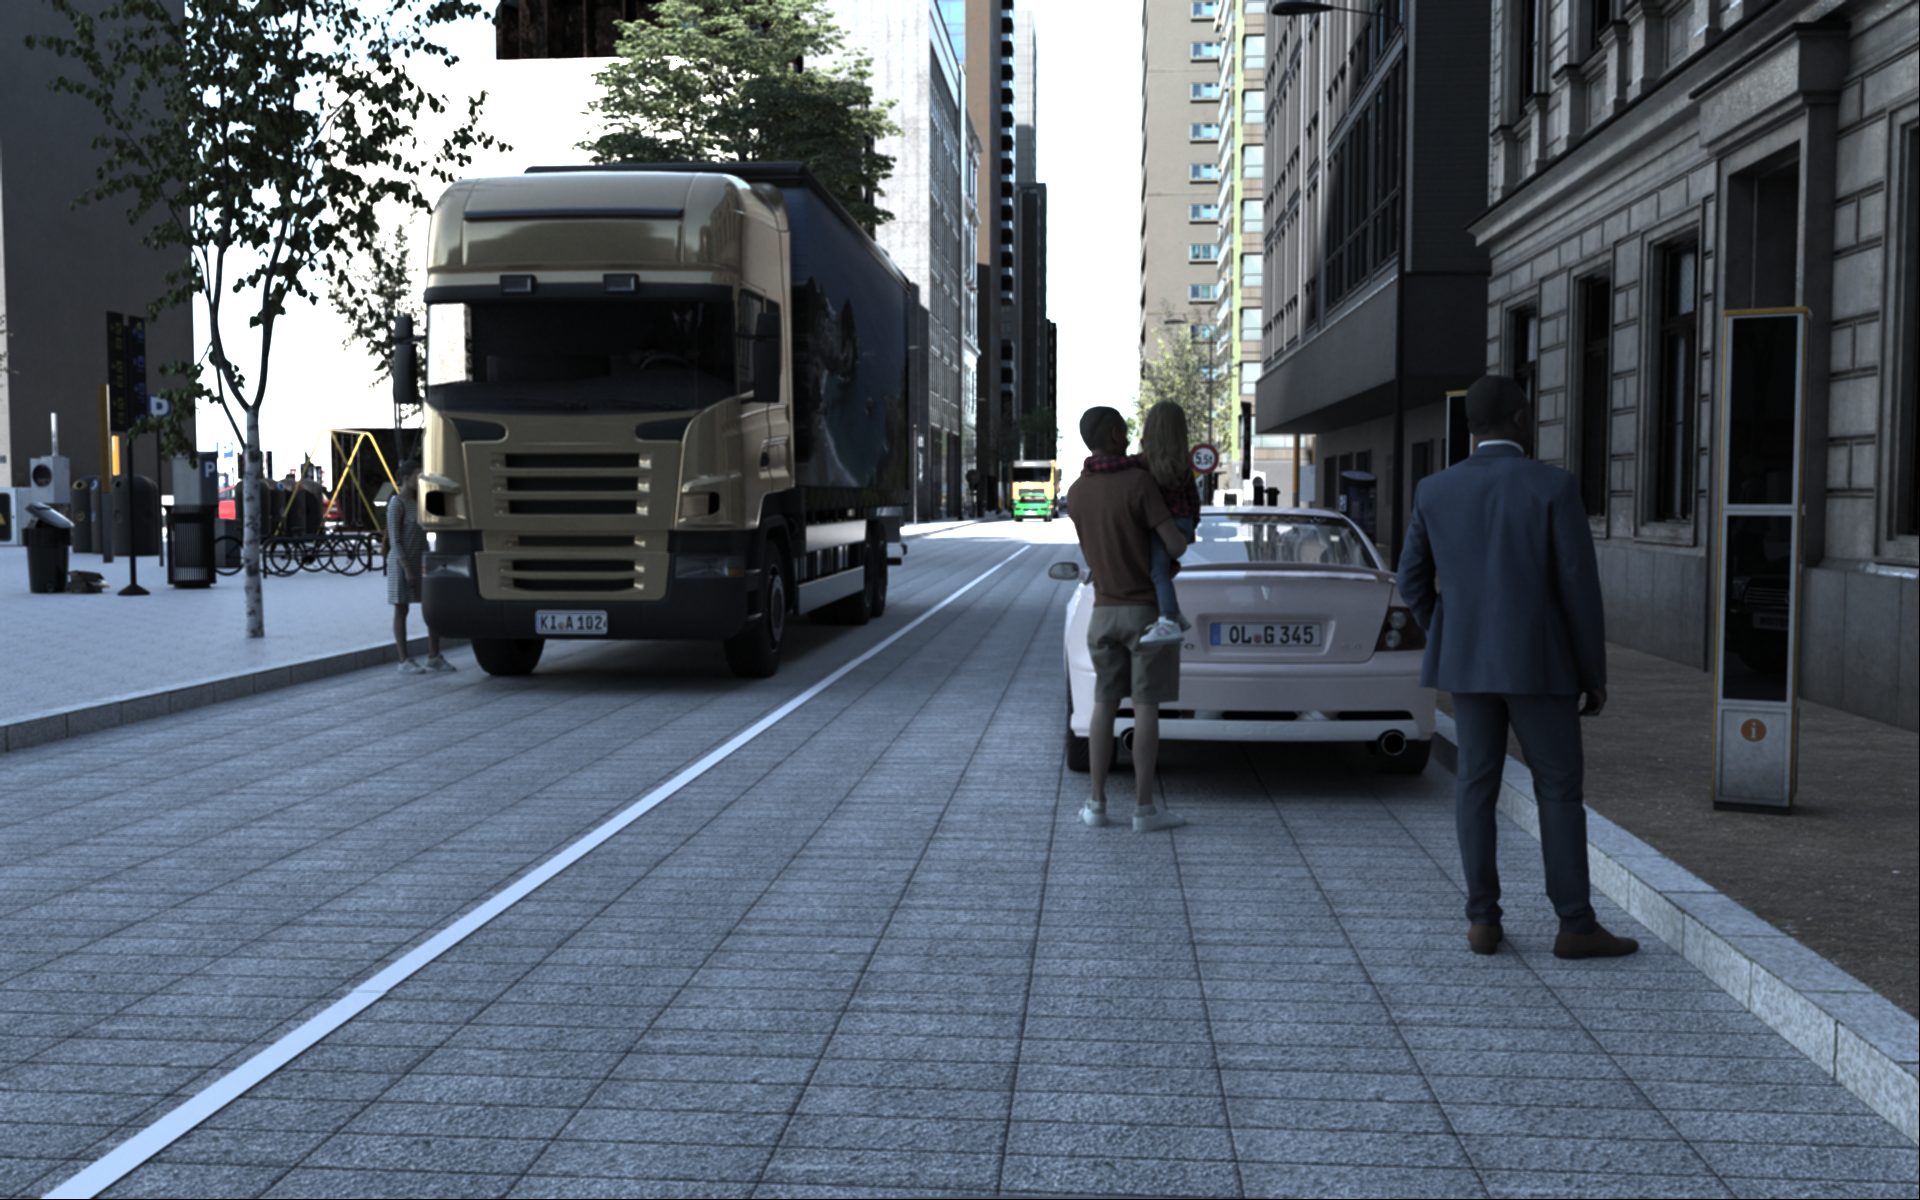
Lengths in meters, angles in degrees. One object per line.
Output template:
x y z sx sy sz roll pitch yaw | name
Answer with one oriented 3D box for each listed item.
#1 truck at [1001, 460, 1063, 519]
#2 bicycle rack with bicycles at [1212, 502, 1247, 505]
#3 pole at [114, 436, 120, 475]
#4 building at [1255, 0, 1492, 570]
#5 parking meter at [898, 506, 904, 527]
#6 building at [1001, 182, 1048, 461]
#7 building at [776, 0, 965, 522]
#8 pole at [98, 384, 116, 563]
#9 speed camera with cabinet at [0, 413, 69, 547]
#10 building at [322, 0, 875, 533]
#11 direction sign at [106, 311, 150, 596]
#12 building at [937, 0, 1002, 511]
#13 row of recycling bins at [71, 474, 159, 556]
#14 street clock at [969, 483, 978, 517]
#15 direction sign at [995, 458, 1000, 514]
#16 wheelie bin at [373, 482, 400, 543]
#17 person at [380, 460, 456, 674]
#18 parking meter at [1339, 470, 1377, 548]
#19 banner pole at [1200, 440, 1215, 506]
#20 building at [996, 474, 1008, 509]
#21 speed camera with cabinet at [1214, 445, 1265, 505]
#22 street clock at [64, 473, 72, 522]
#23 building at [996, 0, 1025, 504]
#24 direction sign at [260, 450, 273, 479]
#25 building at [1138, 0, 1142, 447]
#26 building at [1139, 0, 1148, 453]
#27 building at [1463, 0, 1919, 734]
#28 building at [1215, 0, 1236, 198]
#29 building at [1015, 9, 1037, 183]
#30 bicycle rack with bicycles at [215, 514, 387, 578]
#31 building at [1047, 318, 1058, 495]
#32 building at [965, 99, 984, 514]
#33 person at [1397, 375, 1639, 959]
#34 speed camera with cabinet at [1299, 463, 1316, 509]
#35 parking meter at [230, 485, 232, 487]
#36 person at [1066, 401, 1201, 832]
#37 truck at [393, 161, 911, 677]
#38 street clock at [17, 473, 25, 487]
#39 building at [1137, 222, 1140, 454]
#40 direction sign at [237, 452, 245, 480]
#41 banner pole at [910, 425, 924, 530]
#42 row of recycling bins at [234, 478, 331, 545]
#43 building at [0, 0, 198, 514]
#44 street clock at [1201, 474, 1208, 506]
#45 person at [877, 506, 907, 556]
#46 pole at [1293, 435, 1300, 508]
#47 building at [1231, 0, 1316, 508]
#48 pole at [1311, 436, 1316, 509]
4.400 -6.458 101.514 3.469 3.379 9.791 0 4 5 | truck
11.528 -3.738 74.506 2.925 0.926 2.852 -2 4 -27 | bicycle rack with bicycles
-29.698 -4.107 60.998 0.158 3.312 0.155 0 3 0 | pole
13.673 -14.575 31.816 14.314 27.812 24.014 0 4 5 | building
-2.335 -3.561 66.640 0.372 1.533 0.369 0 3 0 | parking meter
3.885 -32.891 221.355 14.154 41.232 14.086 0 4 5 | building
-6.544 -16.541 88.464 12.078 24.808 19.932 0 4 5 | building
-15.941 -2.354 32.329 0.158 3.312 0.155 0 3 0 | pole
-22.861 -2.941 42.417 2.038 3.252 0.660 1 4 14 | speed camera with cabinet
-11.763 -12.045 64.393 16.820 18.784 16.811 0 4 5 | building
-10.522 -1.832 21.949 0.379 3.537 0.876 0 4 2 | direction sign
-4.042 -29.780 137.008 14.600 45.320 14.200 0 4 5 | building
-18.061 -1.832 37.058 1.069 1.692 3.534 -3 5 -43 | row of recycling bins
0.744 -5.607 96.237 0.471 2.002 0.358 -1 4 -15 | street clock
2.380 -7.165 109.137 0.379 3.537 0.876 1 4 17 | direction sign
-14.931 -2.295 45.429 0.980 1.594 0.693 3 4 37 | wheelie bin
-4.394 -0.267 13.870 0.522 1.701 0.512 1 4 13 | person
4.087 -0.575 17.811 0.372 1.533 0.369 0 3 0 | parking meter
11.473 -5.507 80.061 0.863 3.779 0.401 0 4 7 | banner pole
-11.401 -28.442 156.905 32.217 40.220 23.993 0 4 5 | building
11.269 -4.617 69.827 2.038 3.252 0.660 -1 4 -21 | speed camera with cabinet
-30.212 -3.306 58.620 0.358 2.002 0.471 -3 5 -43 | street clock
-3.965 -53.230 182.974 22.319 86.520 31.000 0 4 5 | building
-36.075 -5.993 89.989 0.876 3.537 0.379 1 4 11 | direction sign
30.019 -39.484 187.566 21.231 58.520 28.212 0 4 5 | building
25.587 -31.616 140.619 21.300 48.544 21.600 0 4 5 | building
10.025 -8.934 10.700 10.561 19.102 19.286 0 4 5 | building
29.961 -25.886 115.122 32.217 40.220 23.993 0 4 5 | building
3.443 -50.402 262.327 20.563 71.187 20.611 0 4 5 | building
-10.387 -0.867 27.562 2.925 0.926 2.852 -2 4 -25 | bicycle rack with bicycles
8.561 -31.121 280.530 14.160 30.474 14.107 0 4 5 | building
-5.842 -19.721 108.343 13.634 28.700 20.117 0 4 5 | building
1.730 0.201 5.404 0.721 1.800 0.419 2 4 29 | person
11.347 -3.667 54.291 0.660 3.252 2.038 3 4 38 | speed camera with cabinet
-48.442 -6.672 114.798 0.399 1.863 0.255 1 4 22 | parking meter
0.767 0.061 7.470 0.580 1.828 0.573 0 4 -7 | person
-2.325 -1.719 17.012 2.839 4.237 11.283 0 4 5 | truck
-32.237 -3.359 59.490 0.358 2.002 0.471 -2 4 -28 | street clock
38.967 -39.804 270.402 23.786 49.044 30.456 0 4 5 | building
-38.273 -6.131 92.244 0.876 3.537 0.379 3 5 42 | direction sign
-1.505 -4.451 62.787 0.401 3.779 0.863 2 4 28 | banner pole
-17.654 -2.310 44.878 1.069 1.692 3.534 0 4 8 | row of recycling bins
-44.393 -16.663 65.953 24.014 27.812 14.314 0 4 5 | building
8.197 -3.247 57.655 0.358 2.002 0.471 0 4 -3 | street clock
-1.557 -1.914 39.675 0.818 1.842 0.514 3 5 42 | person
11.019 -3.846 56.728 0.158 3.312 0.155 0 3 0 | pole
20.775 -24.674 87.022 14.154 41.232 14.086 0 4 5 | building
12.530 -4.123 61.255 0.158 3.312 0.155 0 3 0 | pole
